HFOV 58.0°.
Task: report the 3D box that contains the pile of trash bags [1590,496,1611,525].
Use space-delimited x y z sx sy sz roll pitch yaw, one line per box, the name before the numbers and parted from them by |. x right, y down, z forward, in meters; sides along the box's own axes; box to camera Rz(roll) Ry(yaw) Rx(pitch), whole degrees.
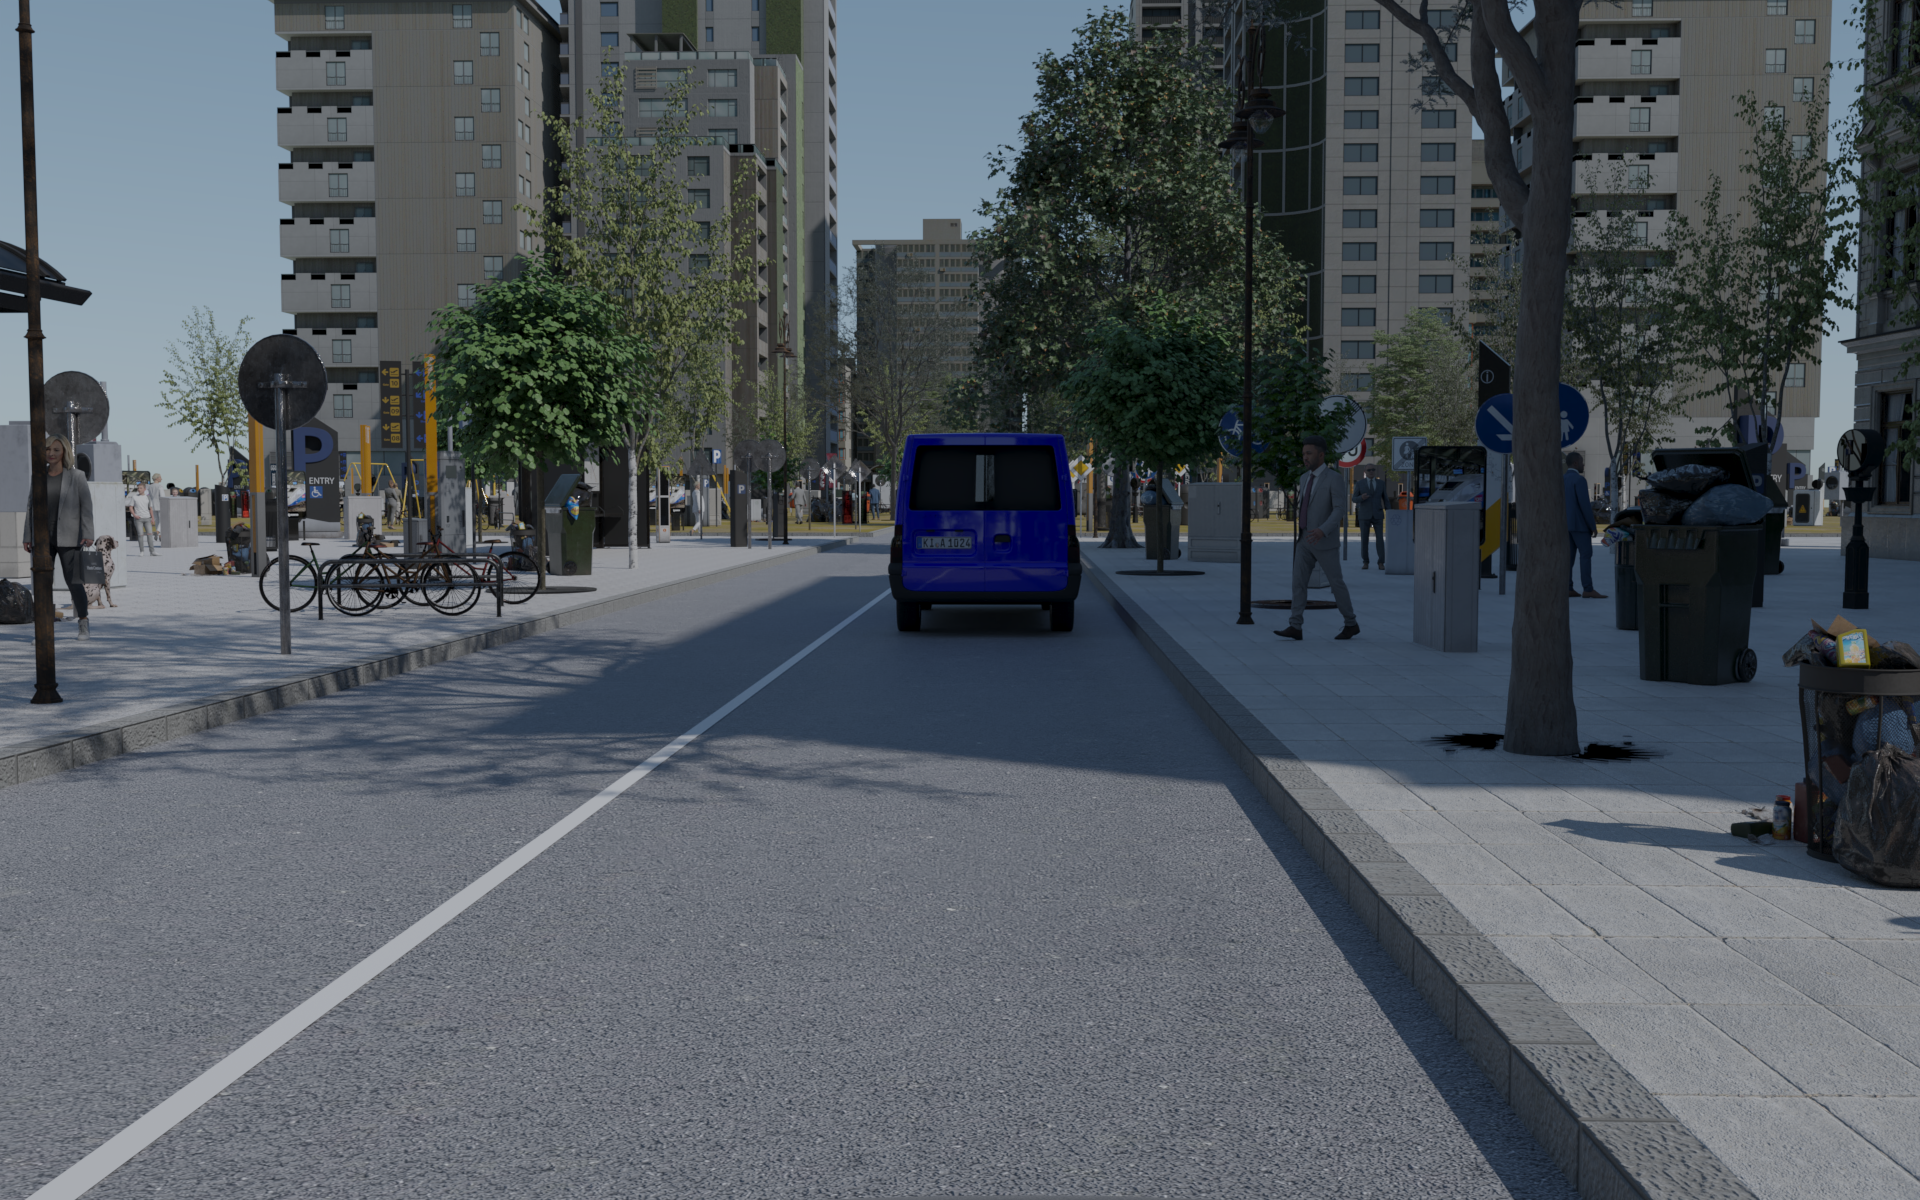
pile of trash bags | 26.043 -3.919 73.827 3.447 1.369 1.912 1 4 13

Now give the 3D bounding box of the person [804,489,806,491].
person | -14.087 -9.239 158.040 0.436 1.711 0.756 2 4 25

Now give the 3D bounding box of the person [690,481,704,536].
person | -8.517 -2.911 55.973 0.514 1.842 0.818 3 4 38

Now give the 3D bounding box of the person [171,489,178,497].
person | -24.626 -2.694 54.364 0.589 1.601 0.330 -2 4 -28

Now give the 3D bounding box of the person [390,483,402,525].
person | -23.764 -4.054 72.870 0.519 1.759 0.362 -3 5 -43

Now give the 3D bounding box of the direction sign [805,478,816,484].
direction sign | -11.318 -8.525 131.381 0.876 3.537 0.379 1 4 20

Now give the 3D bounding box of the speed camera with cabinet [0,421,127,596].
speed camera with cabinet | -11.790 -1.733 22.678 0.660 3.252 2.038 0 4 6

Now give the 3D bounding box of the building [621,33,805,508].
building | -21.934 -28.932 156.632 14.154 41.232 14.086 0 4 2

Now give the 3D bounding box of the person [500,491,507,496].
person | -24.501 -5.273 93.013 0.760 1.731 0.466 1 4 21

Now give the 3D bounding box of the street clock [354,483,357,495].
street clock | -40.760 -6.894 117.286 0.471 2.002 0.358 1 4 19

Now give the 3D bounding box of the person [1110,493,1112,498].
person | 17.452 -11.667 200.065 0.557 1.426 1.065 0 3 0

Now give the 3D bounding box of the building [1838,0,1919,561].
building | 22.743 -9.890 26.326 10.561 19.102 19.286 0 4 2

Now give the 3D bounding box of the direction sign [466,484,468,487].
direction sign | -32.236 -7.416 113.249 0.379 3.537 0.876 -1 4 -19

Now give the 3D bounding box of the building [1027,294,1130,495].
building | 16.111 -28.539 238.305 14.107 30.474 14.160 0 4 2

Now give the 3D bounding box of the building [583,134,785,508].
building | -22.351 -22.703 142.896 14.160 30.474 14.107 0 4 2

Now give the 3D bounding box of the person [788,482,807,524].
person | -6.851 -4.100 73.344 0.678 1.792 0.850 -3 4 -36

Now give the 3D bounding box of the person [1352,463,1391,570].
person | 6.984 -1.415 29.357 0.661 1.801 0.590 0 4 4

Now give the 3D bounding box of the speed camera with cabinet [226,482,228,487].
speed camera with cabinet | -52.944 -7.965 124.568 2.038 3.252 0.660 1 4 13

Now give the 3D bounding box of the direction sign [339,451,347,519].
direction sign | -32.568 -6.039 90.742 0.876 3.537 0.379 -1 4 -10

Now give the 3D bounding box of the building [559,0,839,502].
building | -27.552 -39.364 185.602 28.212 58.520 21.231 0 4 2

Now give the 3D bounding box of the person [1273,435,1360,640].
person | 3.160 -0.542 15.186 0.850 1.792 0.678 -2 4 -29

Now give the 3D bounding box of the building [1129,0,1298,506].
building | 33.872 -48.968 238.878 20.611 71.187 20.563 0 4 2

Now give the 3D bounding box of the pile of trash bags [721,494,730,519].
pile of trash bags | -12.731 -4.856 89.141 1.912 1.369 3.447 0 4 2

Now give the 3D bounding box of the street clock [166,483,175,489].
street clock | -50.195 -6.460 110.190 0.358 2.002 0.471 3 4 36

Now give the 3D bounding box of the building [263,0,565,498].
building | -55.884 -36.360 183.731 27.495 52.752 28.713 0 4 2

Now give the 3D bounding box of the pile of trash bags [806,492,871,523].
pile of trash bags | -5.336 -4.177 78.052 3.447 1.369 1.912 3 5 40

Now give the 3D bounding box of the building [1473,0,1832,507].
building | 70.192 -36.084 179.210 27.495 52.752 28.713 0 4 2

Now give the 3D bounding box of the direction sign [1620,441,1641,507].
direction sign | 28.673 -5.024 74.132 0.876 3.537 0.379 3 5 40

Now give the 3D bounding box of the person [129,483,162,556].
person | -16.798 -1.654 35.689 0.523 1.515 0.503 1 4 18

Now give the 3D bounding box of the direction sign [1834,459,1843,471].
direction sign | 56.645 -7.296 111.293 0.876 3.537 0.379 1 4 21

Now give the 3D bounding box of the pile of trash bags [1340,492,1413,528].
pile of trash bags | 15.774 -3.488 66.784 3.447 1.369 1.912 2 4 26

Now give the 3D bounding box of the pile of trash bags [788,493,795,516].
pile of trash bags | -8.382 -5.555 100.573 3.447 1.369 1.912 1 4 18

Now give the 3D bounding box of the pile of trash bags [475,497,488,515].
pile of trash bags | -29.378 -5.870 105.729 1.912 1.369 3.447 2 4 35

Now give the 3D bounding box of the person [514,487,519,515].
person | -14.854 -3.235 59.039 0.694 1.812 0.767 0 4 -8

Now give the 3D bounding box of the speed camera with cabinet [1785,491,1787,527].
speed camera with cabinet | 30.632 -4.416 66.535 2.038 3.252 0.660 1 4 16

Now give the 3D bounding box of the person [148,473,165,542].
person | -21.532 -2.478 46.436 0.514 1.842 0.818 0 4 -2

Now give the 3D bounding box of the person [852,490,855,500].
person | -8.125 -7.637 132.714 0.589 1.601 0.330 1 4 11

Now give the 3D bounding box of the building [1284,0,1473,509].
building | 32.519 -43.747 153.521 20.563 71.187 20.611 0 4 2

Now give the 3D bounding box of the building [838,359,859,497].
building | -29.351 -24.574 246.820 28.899 21.520 27.650 0 4 2

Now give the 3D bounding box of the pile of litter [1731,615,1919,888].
pile of litter | 3.418 0.479 6.140 1.176 0.858 1.719 1 4 13

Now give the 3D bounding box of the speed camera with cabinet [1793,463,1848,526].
speed camera with cabinet | 34.326 -4.572 69.091 0.660 3.252 2.038 -2 4 -28

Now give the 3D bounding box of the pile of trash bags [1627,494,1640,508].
pile of trash bags | 38.498 -5.163 94.173 1.912 1.369 3.447 -3 5 -43

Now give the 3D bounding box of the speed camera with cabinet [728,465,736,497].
speed camera with cabinet | -14.701 -7.541 117.635 2.038 3.252 0.660 -2 4 -28

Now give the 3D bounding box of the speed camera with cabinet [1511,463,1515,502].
speed camera with cabinet | 36.928 -7.371 114.858 0.660 3.252 2.038 -1 4 -22

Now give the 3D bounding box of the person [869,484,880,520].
person | -4.238 -4.896 86.267 0.721 1.800 0.419 -2 4 -27

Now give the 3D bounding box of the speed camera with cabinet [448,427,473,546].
speed camera with cabinet | -12.338 -2.914 41.987 0.660 3.252 2.038 0 4 -1

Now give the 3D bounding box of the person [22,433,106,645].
person | -7.703 -0.535 14.975 0.709 1.800 0.728 0 4 -1

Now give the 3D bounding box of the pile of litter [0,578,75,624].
pile of litter | -9.838 -0.203 17.278 1.719 0.858 1.176 0 4 0

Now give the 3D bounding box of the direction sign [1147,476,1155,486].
direction sign | 10.409 -6.379 96.297 0.876 3.537 0.379 1 4 22

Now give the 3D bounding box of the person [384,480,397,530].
person | -20.501 -3.441 62.583 0.520 1.790 0.573 1 4 10

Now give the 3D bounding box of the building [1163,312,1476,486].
building | 35.670 -20.465 179.649 27.650 21.520 28.899 0 4 2

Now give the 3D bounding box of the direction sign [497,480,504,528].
direction sign | -17.667 -4.549 66.368 0.876 3.537 0.379 2 4 28

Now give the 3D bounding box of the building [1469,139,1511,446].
building | 69.103 -37.660 239.444 21.600 48.544 21.300 0 4 2

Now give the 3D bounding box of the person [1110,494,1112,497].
person | 12.660 -8.800 149.941 1.348 1.821 0.705 -1 4 -18

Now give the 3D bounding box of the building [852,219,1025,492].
building | -2.621 -33.964 247.184 23.993 40.220 32.217 0 4 2

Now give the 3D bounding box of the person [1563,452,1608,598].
person | 7.644 -0.933 21.472 0.419 1.800 0.721 -2 4 -25

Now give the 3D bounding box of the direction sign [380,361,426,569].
direction sign | -9.413 -2.299 29.578 0.876 3.537 0.379 -1 4 -14
